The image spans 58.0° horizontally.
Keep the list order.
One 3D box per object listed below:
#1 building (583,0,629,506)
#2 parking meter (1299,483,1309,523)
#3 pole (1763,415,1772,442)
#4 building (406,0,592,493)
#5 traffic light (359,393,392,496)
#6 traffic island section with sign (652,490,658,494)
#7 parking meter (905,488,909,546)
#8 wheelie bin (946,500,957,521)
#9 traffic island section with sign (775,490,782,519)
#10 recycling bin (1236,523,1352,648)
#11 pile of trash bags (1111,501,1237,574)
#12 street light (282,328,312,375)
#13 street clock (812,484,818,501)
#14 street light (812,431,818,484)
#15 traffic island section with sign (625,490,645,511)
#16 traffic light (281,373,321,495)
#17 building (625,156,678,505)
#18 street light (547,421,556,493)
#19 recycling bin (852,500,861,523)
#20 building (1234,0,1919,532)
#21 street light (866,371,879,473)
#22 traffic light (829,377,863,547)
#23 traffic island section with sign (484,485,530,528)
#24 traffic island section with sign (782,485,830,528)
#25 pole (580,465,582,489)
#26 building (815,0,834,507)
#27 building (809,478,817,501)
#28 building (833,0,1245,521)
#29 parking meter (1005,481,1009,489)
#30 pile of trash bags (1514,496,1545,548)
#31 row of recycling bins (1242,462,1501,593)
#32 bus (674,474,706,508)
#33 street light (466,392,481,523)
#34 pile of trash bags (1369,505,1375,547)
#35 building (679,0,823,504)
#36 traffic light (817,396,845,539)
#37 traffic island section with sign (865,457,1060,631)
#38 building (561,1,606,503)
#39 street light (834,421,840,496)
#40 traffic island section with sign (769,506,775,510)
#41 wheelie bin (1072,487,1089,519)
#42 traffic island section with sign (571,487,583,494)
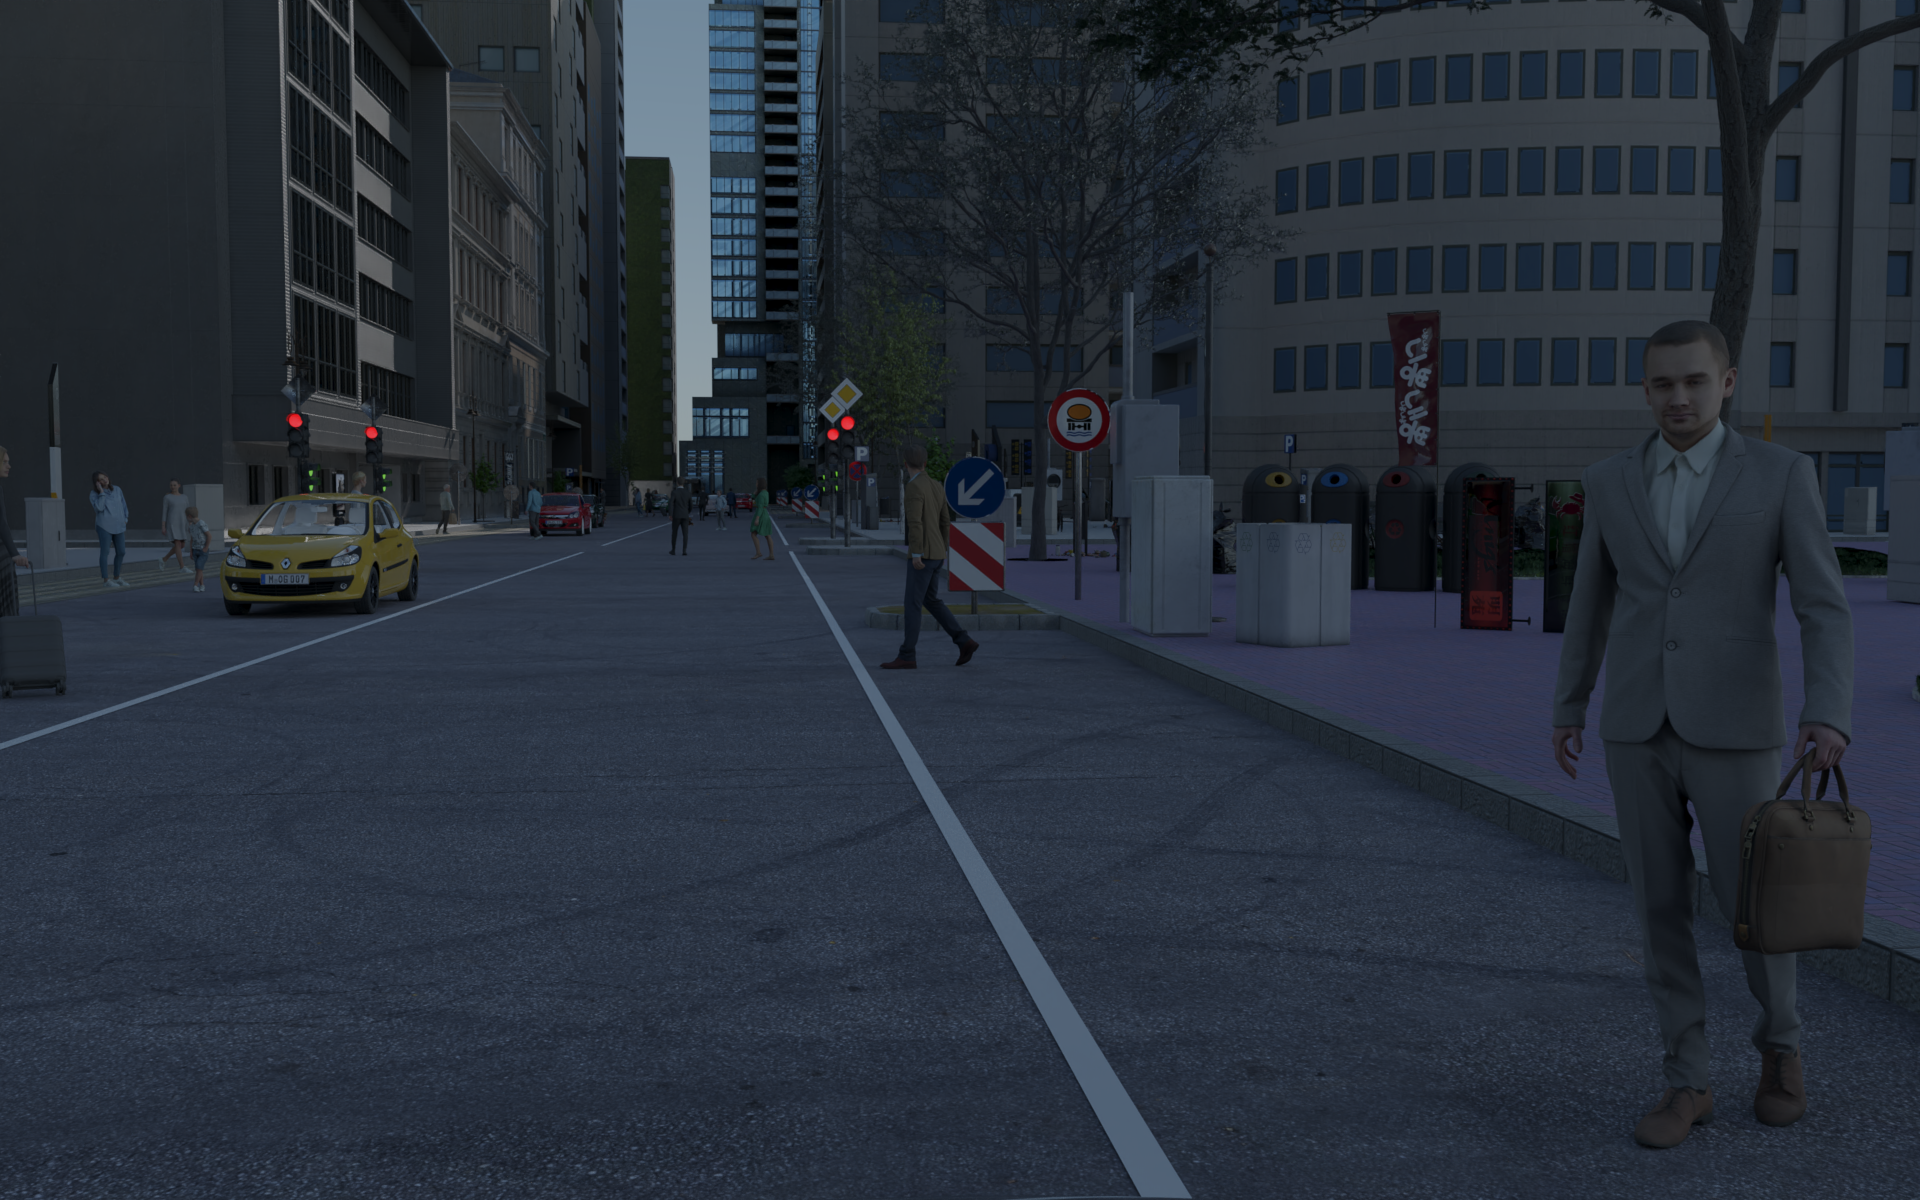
[{"bbox_3d":[-50.076,-39.268,184.031,28.212,58.520,21.231,0,4,-7],"label":"building"},{"bbox_3d":[6.785,-1.608,34.697,0.372,1.533,0.369,0,3,0],"label":"parking meter"},{"bbox_3d":[20.738,-3.102,44.562,0.158,3.312,0.155,0,3,0],"label":"pole"},{"bbox_3d":[-43.612,-33.306,133.799,28.713,52.752,27.495,0,4,-7],"label":"building"},{"bbox_3d":[-16.298,-3.630,48.279,0.839,4.253,0.868,0,4,-7],"label":"traffic light"},{"bbox_3d":[-31.006,-10.255,176.289,1.989,1.847,2.006,0,4,-7],"label":"traffic island section with sign"},{"bbox_3d":[-1.191,-2.117,43.023,0.372,1.533,0.369,0,3,0],"label":"parking meter"},{"bbox_3d":[-0.497,-4.463,80.876,0.693,1.594,0.980,-2,4,-24],"label":"wheelie bin"},{"bbox_3d":[-9.642,-5.655,101.092,1.989,1.847,2.006,0,4,-7],"label":"traffic island section with sign"},{"bbox_3d":[2.855,-0.140,14.850,0.722,1.027,0.722,-2,4,-28],"label":"recycling bin"},{"bbox_3d":[3.442,-1.175,28.958,1.912,1.369,3.447,-1,4,-13],"label":"pile of trash bags"},{"bbox_3d":[-18.429,-4.617,48.276,0.468,5.910,1.993,0,4,-7],"label":"street light"},{"bbox_3d":[-10.015,-7.024,119.418,0.358,2.002,0.471,-2,4,-32],"label":"street clock"},{"bbox_3d":[-10.322,-9.222,123.559,0.468,5.910,1.993,0,4,-7],"label":"street light"},{"bbox_3d":[-27.871,-8.617,149.516,1.989,1.847,2.006,0,4,-7],"label":"traffic island section with sign"},{"bbox_3d":[-15.368,-3.145,40.348,0.839,4.253,0.868,0,4,-7],"label":"traffic light"},{"bbox_3d":[-41.975,-32.325,212.106,14.086,41.232,14.154,0,4,-7],"label":"building"},{"bbox_3d":[-25.180,-8.211,107.033,0.468,5.910,1.993,0,4,-7],"label":"street light"},{"bbox_3d":[-4.308,-3.874,75.902,0.722,1.027,0.722,-1,4,-20],"label":"recycling bin"},{"bbox_3d":[21.779,-31.929,64.036,28.212,58.520,21.231,0,4,-7],"label":"building"},{"bbox_3d":[-3.285,-5.633,64.887,0.468,5.910,1.993,0,4,-7],"label":"street light"},{"bbox_3d":[-2.745,-3.237,41.838,0.839,4.253,0.868,0,4,-7],"label":"traffic light"},{"bbox_3d":[-18.874,-3.930,72.884,1.989,1.847,2.006,0,4,-7],"label":"traffic island section with sign"},{"bbox_3d":[-6.491,-4.018,74.321,1.989,1.847,2.006,0,4,-7],"label":"traffic island section with sign"},{"bbox_3d":[-26.641,-7.823,121.747,0.158,3.312,0.155,0,3,0],"label":"pole"},{"bbox_3d":[-2.688,-33.144,165.598,21.300,48.544,21.600,0,4,-7],"label":"building"},{"bbox_3d":[-0.188,-30.408,189.053,32.217,40.220,23.993,0,4,-7],"label":"building"},{"bbox_3d":[2.832,-34.412,104.632,21.231,58.520,28.212,0,4,-7],"label":"building"},{"bbox_3d":[2.039,-4.482,78.992,0.399,1.863,0.255,1,4,16],"label":"parking meter"},{"bbox_3d":[13.756,-1.928,41.271,3.447,1.369,1.912,2,4,27],"label":"pile of trash bags"},{"bbox_3d":[5.499,-0.988,23.262,3.534,1.692,1.069,2,4,25],"label":"row of recycling bins"},{"bbox_3d":[-28.017,-11.361,180.615,2.948,3.499,13.247,0,4,-6],"label":"bus"},{"bbox_3d":[-21.732,-6.402,77.462,0.468,5.910,1.993,0,4,-7],"label":"street light"},{"bbox_3d":[8.944,-1.778,38.823,1.912,1.369,3.447,-1,4,-11],"label":"pile of trash bags"},{"bbox_3d":[-19.575,-55.375,218.053,31.000,86.520,22.319,0,4,-7],"label":"building"},{"bbox_3d":[-3.674,-3.722,49.769,0.839,4.253,0.868,0,4,-7],"label":"traffic light"},{"bbox_3d":[-0.031,-0.641,19.105,1.989,1.847,2.006,0,4,-7],"label":"traffic island section with sign"},{"bbox_3d":[-39.647,-30.907,155.439,14.600,45.320,14.200,0,4,-7],"label":"building"},{"bbox_3d":[-6.769,-7.416,94.046,0.468,5.910,1.993,0,4,-7],"label":"street light"},{"bbox_3d":[-15.509,-8.721,151.208,1.989,1.847,2.006,0,4,-7],"label":"traffic island section with sign"},{"bbox_3d":[5.765,-4.579,82.769,0.693,1.594,0.980,-1,4,-19],"label":"wheelie bin"},{"bbox_3d":[-22.046,-5.580,99.860,1.989,1.847,2.006,0,4,-7],"label":"traffic island section with sign"}]
